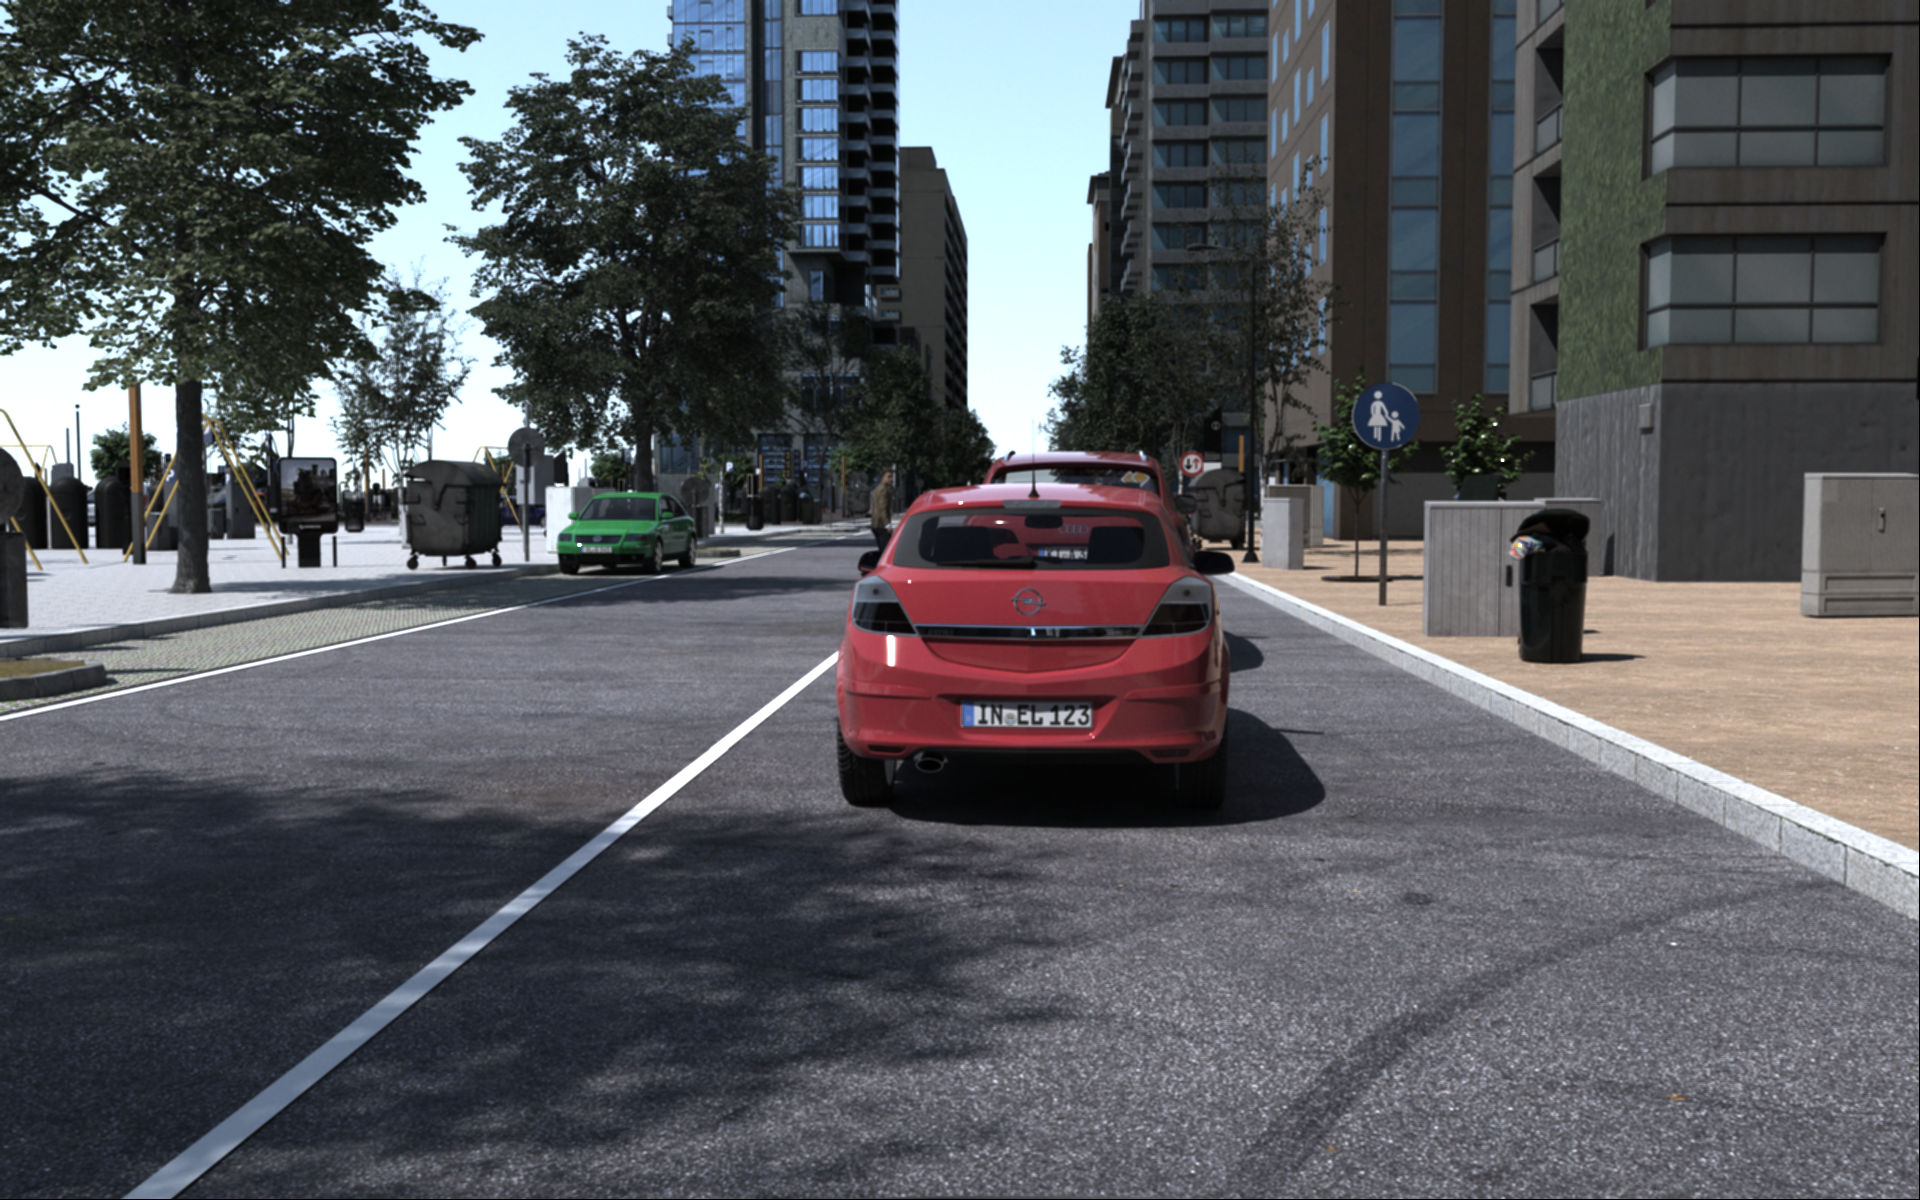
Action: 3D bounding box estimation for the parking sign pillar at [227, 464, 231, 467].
[{"bbox_3d":[-60.929,-9.607,145.547,1.447,3.967,1.447,-3,4,-36],"label":"parking sign pillar"}]

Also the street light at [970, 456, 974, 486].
[{"bbox_3d":[0.989,-14.669,212.383,1.470,5.913,1.316,0,4,3],"label":"street light"}]

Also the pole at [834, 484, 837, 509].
[{"bbox_3d":[-10.585,-9.374,147.108,0.158,3.312,0.155,0,3,0],"label":"pole"}]

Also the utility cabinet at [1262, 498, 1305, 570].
[{"bbox_3d":[5.539,-1.133,29.683,0.306,1.237,1.020,-1,4,-17],"label":"utility cabinet"}]

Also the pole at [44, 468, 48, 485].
[{"bbox_3d":[-71.273,-8.640,135.115,0.158,3.312,0.155,0,3,0],"label":"pole"}]

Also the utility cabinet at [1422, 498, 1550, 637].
[{"bbox_3d":[4.728,-0.274,15.635,1.020,1.237,0.306,0,4,4],"label":"utility cabinet"}]

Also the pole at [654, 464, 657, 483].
[{"bbox_3d":[-20.547,-7.524,116.857,0.158,3.312,0.155,0,3,0],"label":"pole"}]

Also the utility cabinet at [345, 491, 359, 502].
[{"bbox_3d":[-51.323,-8.417,146.299,1.173,1.500,0.318,-1,4,-14],"label":"utility cabinet"}]

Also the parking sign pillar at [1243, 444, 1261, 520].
[{"bbox_3d":[14.121,-5.932,85.459,1.447,3.967,1.447,2,4,25],"label":"parking sign pillar"}]

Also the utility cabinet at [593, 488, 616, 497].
[{"bbox_3d":[-13.226,-3.380,63.938,0.318,1.500,1.173,2,4,31],"label":"utility cabinet"}]

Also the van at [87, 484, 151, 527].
[{"bbox_3d":[-34.556,-3.871,70.309,4.112,2.044,2.013,0,4,2],"label":"van"}]

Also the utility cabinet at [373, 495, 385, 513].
[{"bbox_3d":[-40.490,-6.701,120.716,1.020,1.237,0.306,3,5,42],"label":"utility cabinet"}]

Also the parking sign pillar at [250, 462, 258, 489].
[{"bbox_3d":[-55.636,-9.123,137.627,1.447,3.967,1.447,-2,4,-27],"label":"parking sign pillar"}]

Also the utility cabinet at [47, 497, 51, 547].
[{"bbox_3d":[-22.156,-1.890,42.061,1.020,1.237,0.306,2,4,26],"label":"utility cabinet"}]

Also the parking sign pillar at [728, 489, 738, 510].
[{"bbox_3d":[-18.949,-9.428,142.615,1.447,3.967,1.447,1,4,11],"label":"parking sign pillar"}]

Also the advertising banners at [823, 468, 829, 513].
[{"bbox_3d":[-8.918,-7.297,115.497,0.090,3.025,2.074,-1,4,-15],"label":"advertising banners"}]

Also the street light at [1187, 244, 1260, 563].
[{"bbox_3d":[4.909,-3.656,32.311,1.470,5.913,1.316,0,4,3],"label":"street light"}]

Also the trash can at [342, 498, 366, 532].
[{"bbox_3d":[-20.338,-2.844,58.152,0.748,1.137,0.748,0,3,0],"label":"trash can"}]

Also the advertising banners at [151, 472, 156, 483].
[{"bbox_3d":[-64.243,-8.574,136.371,2.074,3.025,0.090,0,4,-3],"label":"advertising banners"}]

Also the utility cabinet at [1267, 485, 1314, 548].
[{"bbox_3d":[7.634,-1.945,40.485,1.173,1.500,0.318,-2,4,-23],"label":"utility cabinet"}]

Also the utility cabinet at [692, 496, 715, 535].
[{"bbox_3d":[-8.096,-2.660,54.649,0.306,1.237,1.020,1,4,20],"label":"utility cabinet"}]

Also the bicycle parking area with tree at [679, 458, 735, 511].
[{"bbox_3d":[-19.065,-9.028,134.611,9.016,4.147,8.231,-1,4,-21],"label":"bicycle parking area with tree"}]

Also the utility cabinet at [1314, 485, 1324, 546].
[{"bbox_3d":[8.574,-2.060,42.354,0.318,1.500,1.173,0,4,-6],"label":"utility cabinet"}]

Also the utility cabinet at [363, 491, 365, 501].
[{"bbox_3d":[-47.400,-7.920,138.174,0.318,1.500,1.173,-1,4,-13],"label":"utility cabinet"}]

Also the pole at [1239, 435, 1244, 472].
[{"bbox_3d":[9.775,-4.060,60.231,0.158,3.312,0.155,0,3,0],"label":"pole"}]

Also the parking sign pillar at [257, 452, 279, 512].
[{"bbox_3d":[-39.723,-6.886,101.057,1.447,3.967,1.447,1,4,13],"label":"parking sign pillar"}]

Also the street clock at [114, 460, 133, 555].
[{"bbox_3d":[-17.592,-1.961,36.628,0.471,2.002,0.358,1,4,14],"label":"street clock"}]

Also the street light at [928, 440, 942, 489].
[{"bbox_3d":[-2.155,-10.791,148.969,1.470,5.913,1.316,0,4,3],"label":"street light"}]

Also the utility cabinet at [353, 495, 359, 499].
[{"bbox_3d":[-42.701,-6.814,122.575,0.306,1.237,1.020,-2,4,-34],"label":"utility cabinet"}]

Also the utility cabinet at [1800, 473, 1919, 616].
[{"bbox_3d":[9.416,-0.574,18.056,1.173,1.500,0.318,-1,4,-9],"label":"utility cabinet"}]

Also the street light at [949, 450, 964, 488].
[{"bbox_3d":[-0.601,-12.730,180.677,1.470,5.913,1.316,0,4,3],"label":"street light"}]

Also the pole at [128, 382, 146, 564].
[{"bbox_3d":[-14.996,-2.307,31.558,0.158,3.312,0.155,0,3,0],"label":"pole"}]

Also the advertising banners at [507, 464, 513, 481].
[{"bbox_3d":[-25.937,-6.451,101.661,0.090,3.025,2.074,1,4,20],"label":"advertising banners"}]

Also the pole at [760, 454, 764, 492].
[{"bbox_3d":[-10.195,-5.828,89.127,0.158,3.312,0.155,0,3,0],"label":"pole"}]

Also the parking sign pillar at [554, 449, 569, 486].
[{"bbox_3d":[-24.323,-7.112,104.755,1.447,3.967,1.447,1,4,17],"label":"parking sign pillar"}]

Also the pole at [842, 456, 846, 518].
[{"bbox_3d":[-6.238,-6.061,92.941,0.158,3.312,0.155,0,3,0],"label":"pole"}]

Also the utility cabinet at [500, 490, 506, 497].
[{"bbox_3d":[-24.387,-5.147,92.828,0.318,1.500,1.173,0,4,-2],"label":"utility cabinet"}]

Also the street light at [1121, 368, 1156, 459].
[{"bbox_3d":[6.655,-5.594,64.010,1.470,5.913,1.316,0,4,3],"label":"street light"}]

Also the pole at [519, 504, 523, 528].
[{"bbox_3d":[-16.642,-4.394,65.693,0.158,3.312,0.155,0,3,0],"label":"pole"}]

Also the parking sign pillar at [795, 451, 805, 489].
[{"bbox_3d":[-10.140,-7.380,109.130,1.447,3.967,1.447,-1,4,-19],"label":"parking sign pillar"}]

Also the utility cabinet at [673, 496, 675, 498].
[{"bbox_3d":[-10.588,-3.164,62.890,0.306,1.237,1.020,0,4,3],"label":"utility cabinet"}]

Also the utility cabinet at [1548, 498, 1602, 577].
[{"bbox_3d":[9.410,-0.958,26.825,1.020,1.237,0.306,-1,4,-17],"label":"utility cabinet"}]

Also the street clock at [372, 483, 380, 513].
[{"bbox_3d":[-37.381,-6.508,110.970,0.358,2.002,0.471,2,4,25],"label":"street clock"}]

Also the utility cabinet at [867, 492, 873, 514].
[{"bbox_3d":[-6.037,-6.156,109.337,1.173,1.500,0.318,2,4,25],"label":"utility cabinet"}]

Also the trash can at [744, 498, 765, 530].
[{"bbox_3d":[-7.254,-3.035,61.268,0.748,1.137,0.748,0,3,0],"label":"trash can"}]

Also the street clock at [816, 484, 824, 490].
[{"bbox_3d":[-9.465,-6.889,117.202,0.471,2.002,0.358,-2,4,-23],"label":"street clock"}]
